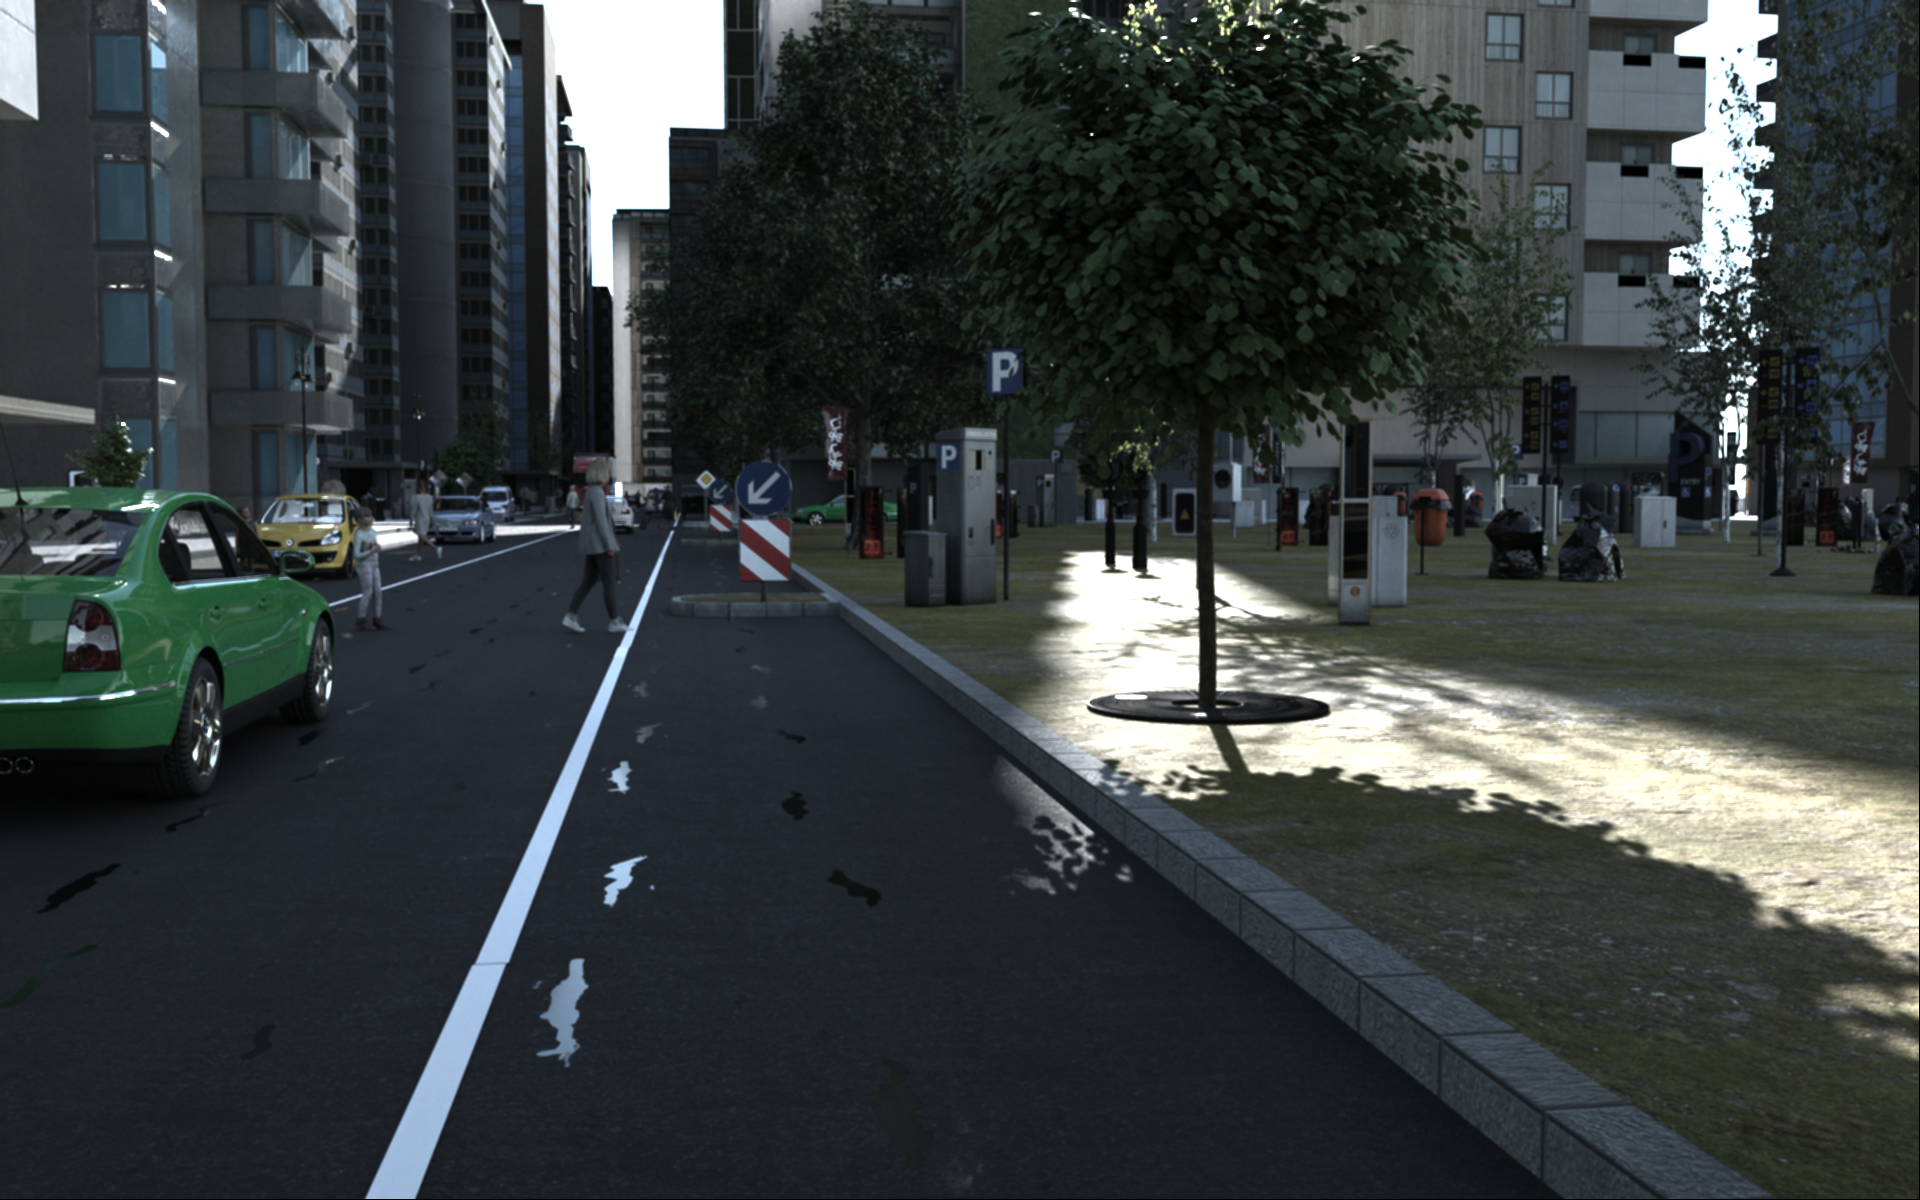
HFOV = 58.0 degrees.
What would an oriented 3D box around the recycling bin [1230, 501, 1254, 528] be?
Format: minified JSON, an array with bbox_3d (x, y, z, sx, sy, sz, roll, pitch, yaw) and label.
[{"bbox_3d":[10.616,-3.221,65.218,0.722,1.027,0.722,0,4,-7],"label":"recycling bin"}]

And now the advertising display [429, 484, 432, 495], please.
[{"bbox_3d":[-35.902,-6.804,116.461,0.974,1.923,0.123,2,4,27],"label":"advertising display"}]

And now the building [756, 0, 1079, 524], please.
[{"bbox_3d":[-2.526,-24.481,83.855,14.086,41.232,14.154,-1,4,-9],"label":"building"}]

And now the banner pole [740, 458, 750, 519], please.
[{"bbox_3d":[-10.188,-5.651,82.403,0.863,3.779,0.401,3,5,44],"label":"banner pole"}]

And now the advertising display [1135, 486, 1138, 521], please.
[{"bbox_3d":[7.068,-3.864,68.386,0.123,1.923,0.974,0,4,-5],"label":"advertising display"}]

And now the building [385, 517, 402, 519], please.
[{"bbox_3d":[-46.401,-24.585,93.851,32.217,40.220,23.993,-1,4,-9],"label":"building"}]

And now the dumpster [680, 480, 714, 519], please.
[{"bbox_3d":[-14.950,-5.744,98.868,1.985,2.255,1.502,-1,4,-9],"label":"dumpster"}]

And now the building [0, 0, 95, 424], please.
[{"bbox_3d":[-29.754,-26.373,20.435,28.713,52.752,27.495,-1,4,-9],"label":"building"}]

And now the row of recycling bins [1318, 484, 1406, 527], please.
[{"bbox_3d":[15.789,-3.742,68.286,3.534,1.692,1.069,0,4,-5],"label":"row of recycling bins"}]

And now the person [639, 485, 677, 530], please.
[{"bbox_3d":[-12.096,-3.725,69.622,1.509,1.804,0.699,1,4,12],"label":"person"}]

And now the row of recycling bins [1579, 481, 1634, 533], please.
[{"bbox_3d":[21.533,-3.053,57.032,3.534,1.692,1.069,-3,5,-39],"label":"row of recycling bins"}]

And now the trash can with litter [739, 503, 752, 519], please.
[{"bbox_3d":[-10.415,-4.488,84.760,0.624,1.170,1.055,-2,4,-27],"label":"trash can with litter"}]

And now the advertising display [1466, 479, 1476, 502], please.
[{"bbox_3d":[22.300,-4.347,76.292,0.974,1.923,0.123,-2,4,-26],"label":"advertising display"}]

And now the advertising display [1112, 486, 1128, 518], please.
[{"bbox_3d":[8.422,-5.272,91.404,0.974,1.923,0.123,-1,4,-21],"label":"advertising display"}]

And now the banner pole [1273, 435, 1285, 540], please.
[{"bbox_3d":[9.029,-3.602,48.912,0.401,3.779,0.863,-1,4,-19],"label":"banner pole"}]

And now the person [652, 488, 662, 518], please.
[{"bbox_3d":[-18.243,-5.855,104.255,0.654,1.822,0.581,0,4,-8],"label":"person"}]

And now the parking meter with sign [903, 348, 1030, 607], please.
[{"bbox_3d":[0.049,-1.465,20.221,0.543,3.016,1.738,3,4,38],"label":"parking meter with sign"}]

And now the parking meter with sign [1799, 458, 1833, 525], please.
[{"bbox_3d":[35.611,-4.675,72.690,1.738,3.016,0.543,3,4,36],"label":"parking meter with sign"}]

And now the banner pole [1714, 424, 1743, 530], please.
[{"bbox_3d":[27.043,-4.345,61.065,0.401,3.779,0.863,-1,4,-21],"label":"banner pole"}]

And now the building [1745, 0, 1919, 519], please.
[{"bbox_3d":[54.119,-27.182,94.533,14.200,45.320,14.600,-1,4,-9],"label":"building"}]

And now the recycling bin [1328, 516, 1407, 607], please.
[{"bbox_3d":[4.685,-0.451,19.927,0.722,1.027,0.722,0,4,-4],"label":"recycling bin"}]

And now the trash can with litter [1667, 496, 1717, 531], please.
[{"bbox_3d":[24.990,-2.993,59.990,2.233,1.210,1.678,2,4,34],"label":"trash can with litter"}]

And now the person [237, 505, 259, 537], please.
[{"bbox_3d":[-11.158,-0.854,27.130,0.362,1.253,0.373,-2,4,-31],"label":"person"}]

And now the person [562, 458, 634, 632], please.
[{"bbox_3d":[-3.791,-0.572,18.036,0.728,1.800,0.709,-1,4,-20],"label":"person"}]

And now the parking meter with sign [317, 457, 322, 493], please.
[{"bbox_3d":[-30.444,-5.158,80.591,0.543,3.016,1.738,1,4,16],"label":"parking meter with sign"}]

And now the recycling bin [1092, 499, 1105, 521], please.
[{"bbox_3d":[6.521,-4.350,83.684,0.722,1.027,0.722,3,5,41],"label":"recycling bin"}]

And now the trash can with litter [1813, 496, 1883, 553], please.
[{"bbox_3d":[19.944,-1.674,38.423,1.678,1.210,2.233,1,4,16],"label":"trash can with litter"}]

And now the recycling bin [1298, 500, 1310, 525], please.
[{"bbox_3d":[14.194,-3.633,71.961,0.722,1.027,0.722,-1,4,-19],"label":"recycling bin"}]

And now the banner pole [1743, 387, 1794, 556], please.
[{"bbox_3d":[16.812,-2.801,35.816,0.401,3.779,0.863,-2,4,-35],"label":"banner pole"}]

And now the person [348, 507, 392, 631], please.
[{"bbox_3d":[-6.197,-0.333,18.216,0.394,1.301,0.425,0,4,-3],"label":"person"}]

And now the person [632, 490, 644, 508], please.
[{"bbox_3d":[-32.918,-10.314,177.221,1.350,1.814,0.705,-1,4,-18],"label":"person"}]

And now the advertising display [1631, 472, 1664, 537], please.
[{"bbox_3d":[20.384,-2.823,51.375,0.123,1.923,0.974,-3,4,-36],"label":"advertising display"}]

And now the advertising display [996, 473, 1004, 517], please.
[{"bbox_3d":[1.099,-2.929,53.109,0.974,1.923,0.123,3,5,43],"label":"advertising display"}]

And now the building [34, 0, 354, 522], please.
[{"bbox_3d":[-36.287,-26.596,54.451,30.456,49.044,23.786,-1,4,-9],"label":"building"}]

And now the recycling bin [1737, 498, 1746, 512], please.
[{"bbox_3d":[55.005,-6.710,122.264,0.722,1.027,0.722,1,4,11],"label":"recycling bin"}]

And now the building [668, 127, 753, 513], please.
[{"bbox_3d":[-16.327,-22.551,140.407,14.160,30.474,14.107,-1,4,-9],"label":"building"}]

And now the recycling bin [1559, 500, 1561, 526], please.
[{"bbox_3d":[23.553,-3.468,69.262,0.722,1.027,0.722,0,4,-5],"label":"recycling bin"}]

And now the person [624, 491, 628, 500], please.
[{"bbox_3d":[-32.800,-9.812,169.648,0.721,1.743,1.217,-3,5,-39],"label":"person"}]

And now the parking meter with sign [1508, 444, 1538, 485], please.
[{"bbox_3d":[19.968,-3.952,60.869,1.738,3.016,0.543,-3,5,-39],"label":"parking meter with sign"}]

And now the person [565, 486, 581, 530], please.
[{"bbox_3d":[-15.626,-3.739,70.116,0.515,1.767,0.782,2,4,27],"label":"person"}]

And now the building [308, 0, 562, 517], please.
[{"bbox_3d":[-46.294,-26.563,126.190,32.217,40.220,23.993,-1,4,-9],"label":"building"}]

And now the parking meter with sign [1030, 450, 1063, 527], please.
[{"bbox_3d":[3.269,-4.341,67.239,0.543,3.016,1.738,3,4,37],"label":"parking meter with sign"}]

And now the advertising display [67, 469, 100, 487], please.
[{"bbox_3d":[-22.753,-2.449,45.251,0.974,1.923,0.123,-2,4,-33],"label":"advertising display"}]

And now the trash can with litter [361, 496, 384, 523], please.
[{"bbox_3d":[-26.927,-4.119,78.405,1.678,1.210,2.233,-2,4,-29],"label":"trash can with litter"}]

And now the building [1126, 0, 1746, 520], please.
[{"bbox_3d":[24.443,-31.077,97.340,27.495,52.752,28.713,-1,4,-9],"label":"building"}]

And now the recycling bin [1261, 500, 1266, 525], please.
[{"bbox_3d":[12.138,-3.580,71.083,0.722,1.027,0.722,1,4,19],"label":"recycling bin"}]

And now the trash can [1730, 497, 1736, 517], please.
[{"bbox_3d":[43.630,-5.291,98.159,0.748,1.137,0.748,0,3,0],"label":"trash can"}]

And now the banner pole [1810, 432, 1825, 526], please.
[{"bbox_3d":[34.409,-4.853,69.363,0.401,3.779,0.863,0,4,-3],"label":"banner pole"}]

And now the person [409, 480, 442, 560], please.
[{"bbox_3d":[-11.530,-1.717,37.325,0.760,1.731,0.466,0,4,1],"label":"person"}]

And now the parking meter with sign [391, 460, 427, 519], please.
[{"bbox_3d":[-28.124,-5.630,88.309,1.738,3.016,0.543,-3,5,-40],"label":"parking meter with sign"}]
